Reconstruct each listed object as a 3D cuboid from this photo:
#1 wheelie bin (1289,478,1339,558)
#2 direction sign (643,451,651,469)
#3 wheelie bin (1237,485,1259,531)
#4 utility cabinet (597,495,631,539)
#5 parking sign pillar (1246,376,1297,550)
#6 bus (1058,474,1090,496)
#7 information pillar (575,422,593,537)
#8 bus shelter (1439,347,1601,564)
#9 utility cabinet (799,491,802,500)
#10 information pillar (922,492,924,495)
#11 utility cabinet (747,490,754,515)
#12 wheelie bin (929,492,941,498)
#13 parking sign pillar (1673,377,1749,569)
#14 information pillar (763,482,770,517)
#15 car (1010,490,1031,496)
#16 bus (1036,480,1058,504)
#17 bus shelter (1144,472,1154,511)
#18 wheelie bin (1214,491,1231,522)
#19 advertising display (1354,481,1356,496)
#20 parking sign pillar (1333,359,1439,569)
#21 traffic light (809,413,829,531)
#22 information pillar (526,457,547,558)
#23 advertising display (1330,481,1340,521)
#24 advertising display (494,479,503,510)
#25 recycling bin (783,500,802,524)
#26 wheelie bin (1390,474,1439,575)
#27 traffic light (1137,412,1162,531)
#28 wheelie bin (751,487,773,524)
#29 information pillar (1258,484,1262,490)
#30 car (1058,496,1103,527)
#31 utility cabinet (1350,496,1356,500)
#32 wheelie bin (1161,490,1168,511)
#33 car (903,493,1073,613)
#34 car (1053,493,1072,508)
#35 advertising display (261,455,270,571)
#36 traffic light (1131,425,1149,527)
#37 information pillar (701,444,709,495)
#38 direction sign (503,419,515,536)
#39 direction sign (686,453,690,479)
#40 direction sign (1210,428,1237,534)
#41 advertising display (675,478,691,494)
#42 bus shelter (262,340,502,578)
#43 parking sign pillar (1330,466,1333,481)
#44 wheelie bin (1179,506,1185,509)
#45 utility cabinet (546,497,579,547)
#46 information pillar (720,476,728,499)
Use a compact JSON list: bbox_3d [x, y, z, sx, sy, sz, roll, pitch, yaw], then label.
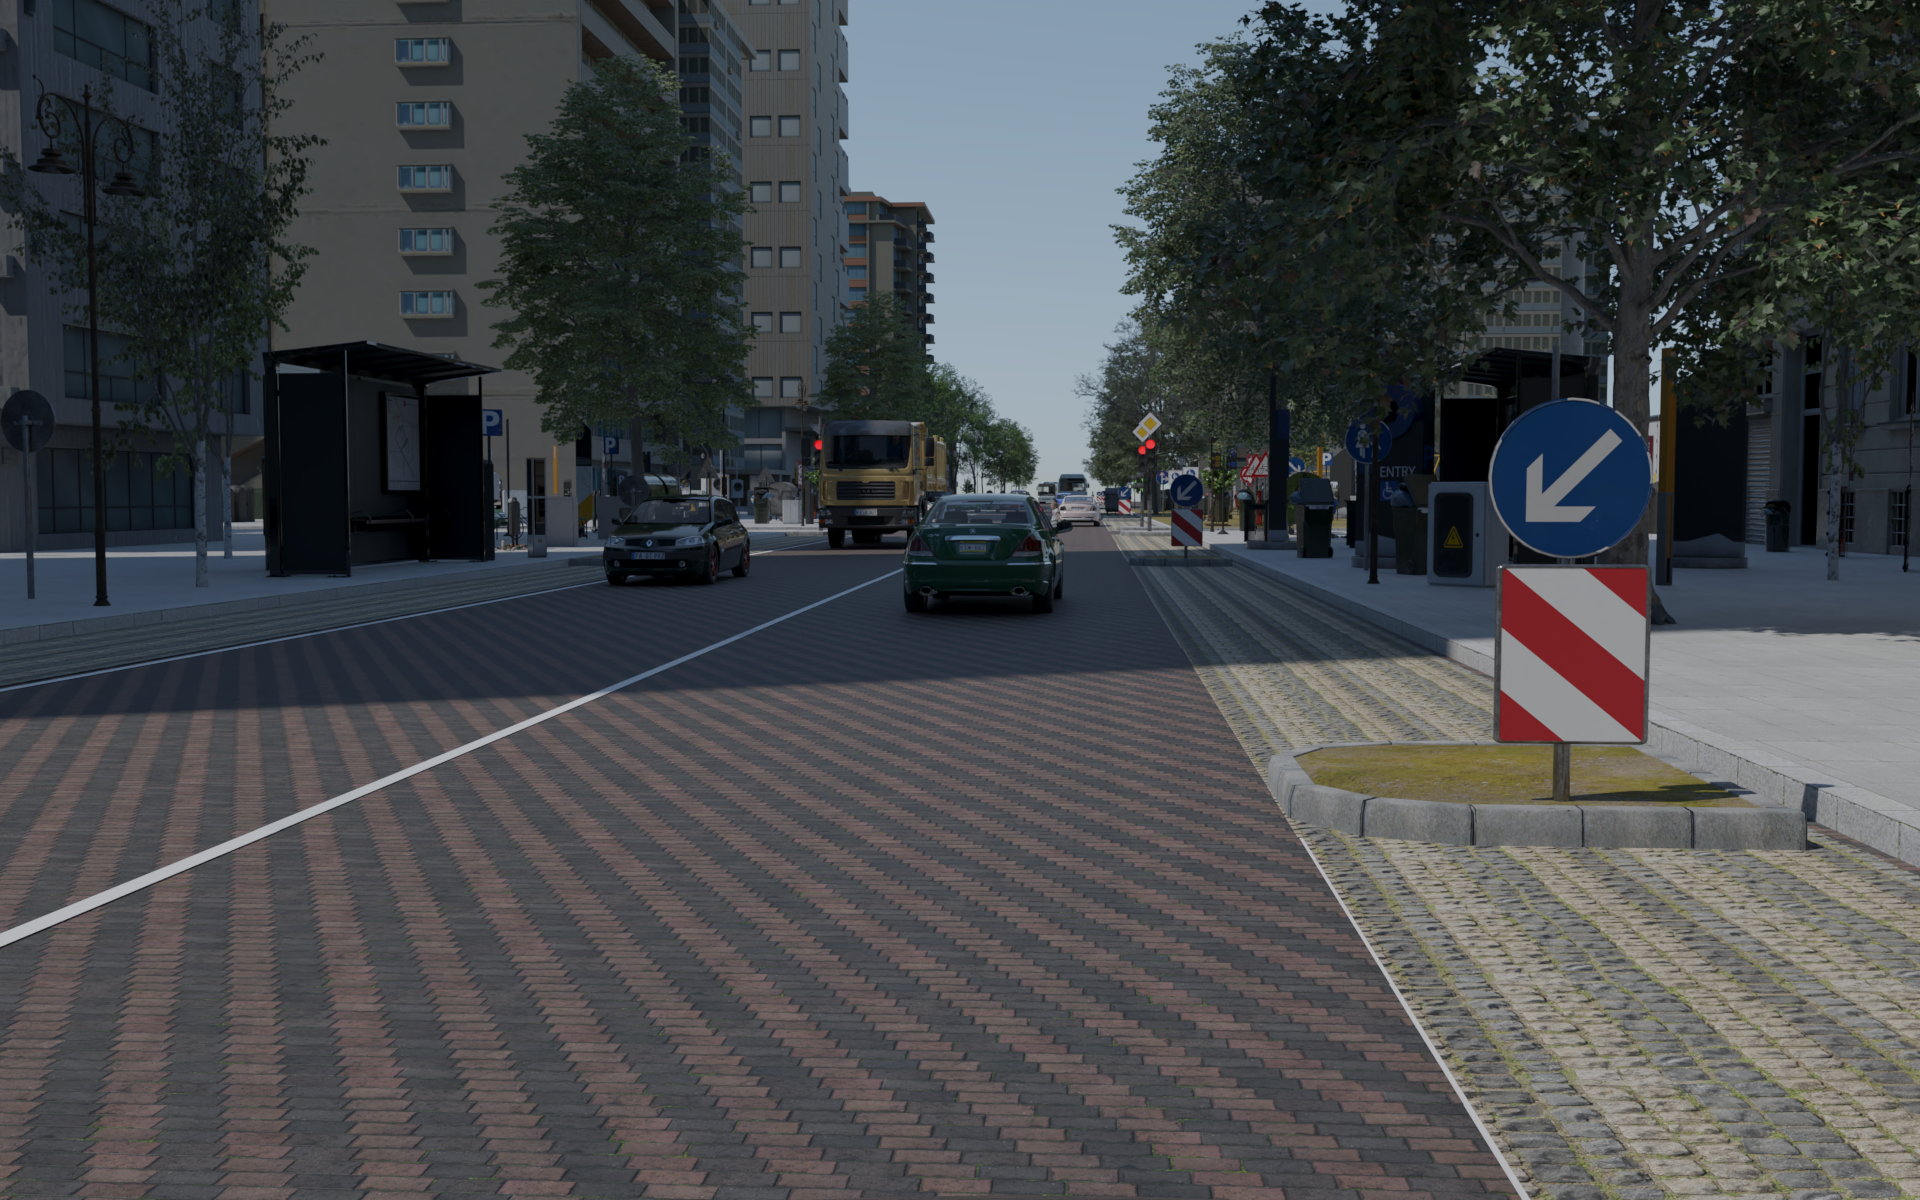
[{"bbox_3d":[7.078,-1.644,34.790,0.980,1.594,0.693,0,4,-7],"label":"wheelie bin"},{"bbox_3d":[-16.655,-6.120,92.054,0.379,3.537,0.876,-3,5,-39],"label":"direction sign"},{"bbox_3d":[9.931,-3.174,59.796,0.693,1.594,0.980,1,4,15],"label":"wheelie bin"},{"bbox_3d":[-9.758,-2.325,49.182,1.020,1.237,0.306,1,4,12],"label":"utility cabinet"},{"bbox_3d":[7.405,-3.169,40.290,1.447,3.967,1.447,1,4,11],"label":"parking sign pillar"},{"bbox_3d":[10.752,-10.354,164.152,2.948,3.499,13.247,0,4,5],"label":"bus"},{"bbox_3d":[-11.228,-3.689,51.670,0.504,3.616,0.183,0,4,2],"label":"information pillar"},{"bbox_3d":[9.620,-2.412,30.719,1.731,3.624,6.357,0,4,4],"label":"bus shelter"},{"bbox_3d":[-11.623,-7.250,127.213,0.318,1.500,1.173,0,4,-4],"label":"utility cabinet"},{"bbox_3d":[-2.655,-7.804,118.955,0.183,3.616,0.504,-3,5,-44],"label":"information pillar"},{"bbox_3d":[-11.979,-5.741,102.549,1.173,1.500,0.318,0,4,6],"label":"utility cabinet"},{"bbox_3d":[-1.881,-7.507,130.643,0.980,1.594,0.693,-2,4,-29],"label":"wheelie bin"},{"bbox_3d":[13.033,-2.556,30.267,1.447,3.967,1.447,2,4,32],"label":"parking sign pillar"},{"bbox_3d":[-9.855,-5.117,88.160,0.304,2.012,0.304,1,4,11],"label":"information pillar"},{"bbox_3d":[5.455,-9.309,160.872,2.281,1.827,5.304,0,4,5],"label":"car"},{"bbox_3d":[13.018,-15.867,254.281,2.948,3.499,13.247,0,4,6],"label":"bus"},{"bbox_3d":[14.752,-8.833,135.709,1.731,3.624,6.357,0,4,4],"label":"bus shelter"},{"bbox_3d":[11.930,-4.344,78.939,0.980,1.594,0.693,-2,4,-25],"label":"wheelie bin"},{"bbox_3d":[20.391,-5.038,87.588,0.974,1.923,0.123,-1,4,-11],"label":"advertising display"},{"bbox_3d":[7.591,-2.553,30.217,1.447,3.967,1.447,3,5,44],"label":"parking sign pillar"},{"bbox_3d":[-4.833,-4.363,60.258,0.839,4.253,0.868,0,4,4],"label":"traffic light"},{"bbox_3d":[-8.545,-1.863,34.958,0.304,2.012,0.304,-3,4,-37],"label":"information pillar"},{"bbox_3d":[18.014,-4.832,84.214,0.123,1.923,0.974,-3,5,-41],"label":"advertising display"},{"bbox_3d":[-20.710,-4.371,76.675,0.974,1.923,0.123,1,4,16],"label":"advertising display"},{"bbox_3d":[-7.156,-3.755,73.954,0.722,1.027,0.722,0,4,5],"label":"recycling bin"},{"bbox_3d":[7.296,-1.206,27.634,0.980,1.594,0.693,-2,4,-24],"label":"wheelie bin"},{"bbox_3d":[6.499,-4.314,59.454,0.839,4.253,0.868,0,4,4],"label":"traffic light"},{"bbox_3d":[-8.516,-4.074,74.523,0.980,1.594,0.693,0,4,-1],"label":"wheelie bin"},{"bbox_3d":[22.664,-7.755,131.281,0.304,2.012,0.304,-2,4,-30],"label":"information pillar"},{"bbox_3d":[5.351,-3.990,77.602,2.083,1.381,4.827,0,4,5],"label":"car"},{"bbox_3d":[31.619,-7.869,139.822,1.020,1.237,0.306,2,4,35],"label":"utility cabinet"},{"bbox_3d":[15.078,-7.473,130.091,0.980,1.594,0.693,-1,4,-17],"label":"wheelie bin"},{"bbox_3d":[0.374,-0.650,22.423,2.131,1.459,4.920,0,4,6],"label":"car"},{"bbox_3d":[8.366,-7.889,138.571,1.945,1.707,3.694,0,4,4],"label":"car"},{"bbox_3d":[-11.723,-1.476,29.351,0.123,1.923,0.974,-1,4,-19],"label":"advertising display"},{"bbox_3d":[7.078,-4.801,67.418,0.839,4.253,0.868,0,4,4],"label":"traffic light"},{"bbox_3d":[-11.919,-5.475,80.871,0.183,3.616,0.504,-3,5,-45],"label":"information pillar"},{"bbox_3d":[-13.723,-3.708,52.616,0.379,3.537,0.876,-1,4,-18],"label":"direction sign"},{"bbox_3d":[-15.180,-6.403,96.679,0.379,3.537,0.876,-2,4,-24],"label":"direction sign"},{"bbox_3d":[8.376,-3.857,55.053,0.876,3.537,0.379,-1,4,-11],"label":"direction sign"},{"bbox_3d":[-11.551,-4.042,71.303,0.974,1.923,0.123,0,4,7],"label":"advertising display"},{"bbox_3d":[-9.694,-2.347,29.659,1.731,3.624,6.357,0,4,4],"label":"bus shelter"},{"bbox_3d":[20.062,-6.260,90.823,1.447,3.967,1.447,3,5,43],"label":"parking sign pillar"},{"bbox_3d":[14.968,-6.596,115.759,0.980,1.594,0.693,3,4,36],"label":"wheelie bin"},{"bbox_3d":[-9.836,-1.901,42.246,1.020,1.237,0.306,1,4,13],"label":"utility cabinet"},{"bbox_3d":[-9.718,-4.092,71.403,0.304,2.012,0.304,-1,4,-12],"label":"information pillar"}]
